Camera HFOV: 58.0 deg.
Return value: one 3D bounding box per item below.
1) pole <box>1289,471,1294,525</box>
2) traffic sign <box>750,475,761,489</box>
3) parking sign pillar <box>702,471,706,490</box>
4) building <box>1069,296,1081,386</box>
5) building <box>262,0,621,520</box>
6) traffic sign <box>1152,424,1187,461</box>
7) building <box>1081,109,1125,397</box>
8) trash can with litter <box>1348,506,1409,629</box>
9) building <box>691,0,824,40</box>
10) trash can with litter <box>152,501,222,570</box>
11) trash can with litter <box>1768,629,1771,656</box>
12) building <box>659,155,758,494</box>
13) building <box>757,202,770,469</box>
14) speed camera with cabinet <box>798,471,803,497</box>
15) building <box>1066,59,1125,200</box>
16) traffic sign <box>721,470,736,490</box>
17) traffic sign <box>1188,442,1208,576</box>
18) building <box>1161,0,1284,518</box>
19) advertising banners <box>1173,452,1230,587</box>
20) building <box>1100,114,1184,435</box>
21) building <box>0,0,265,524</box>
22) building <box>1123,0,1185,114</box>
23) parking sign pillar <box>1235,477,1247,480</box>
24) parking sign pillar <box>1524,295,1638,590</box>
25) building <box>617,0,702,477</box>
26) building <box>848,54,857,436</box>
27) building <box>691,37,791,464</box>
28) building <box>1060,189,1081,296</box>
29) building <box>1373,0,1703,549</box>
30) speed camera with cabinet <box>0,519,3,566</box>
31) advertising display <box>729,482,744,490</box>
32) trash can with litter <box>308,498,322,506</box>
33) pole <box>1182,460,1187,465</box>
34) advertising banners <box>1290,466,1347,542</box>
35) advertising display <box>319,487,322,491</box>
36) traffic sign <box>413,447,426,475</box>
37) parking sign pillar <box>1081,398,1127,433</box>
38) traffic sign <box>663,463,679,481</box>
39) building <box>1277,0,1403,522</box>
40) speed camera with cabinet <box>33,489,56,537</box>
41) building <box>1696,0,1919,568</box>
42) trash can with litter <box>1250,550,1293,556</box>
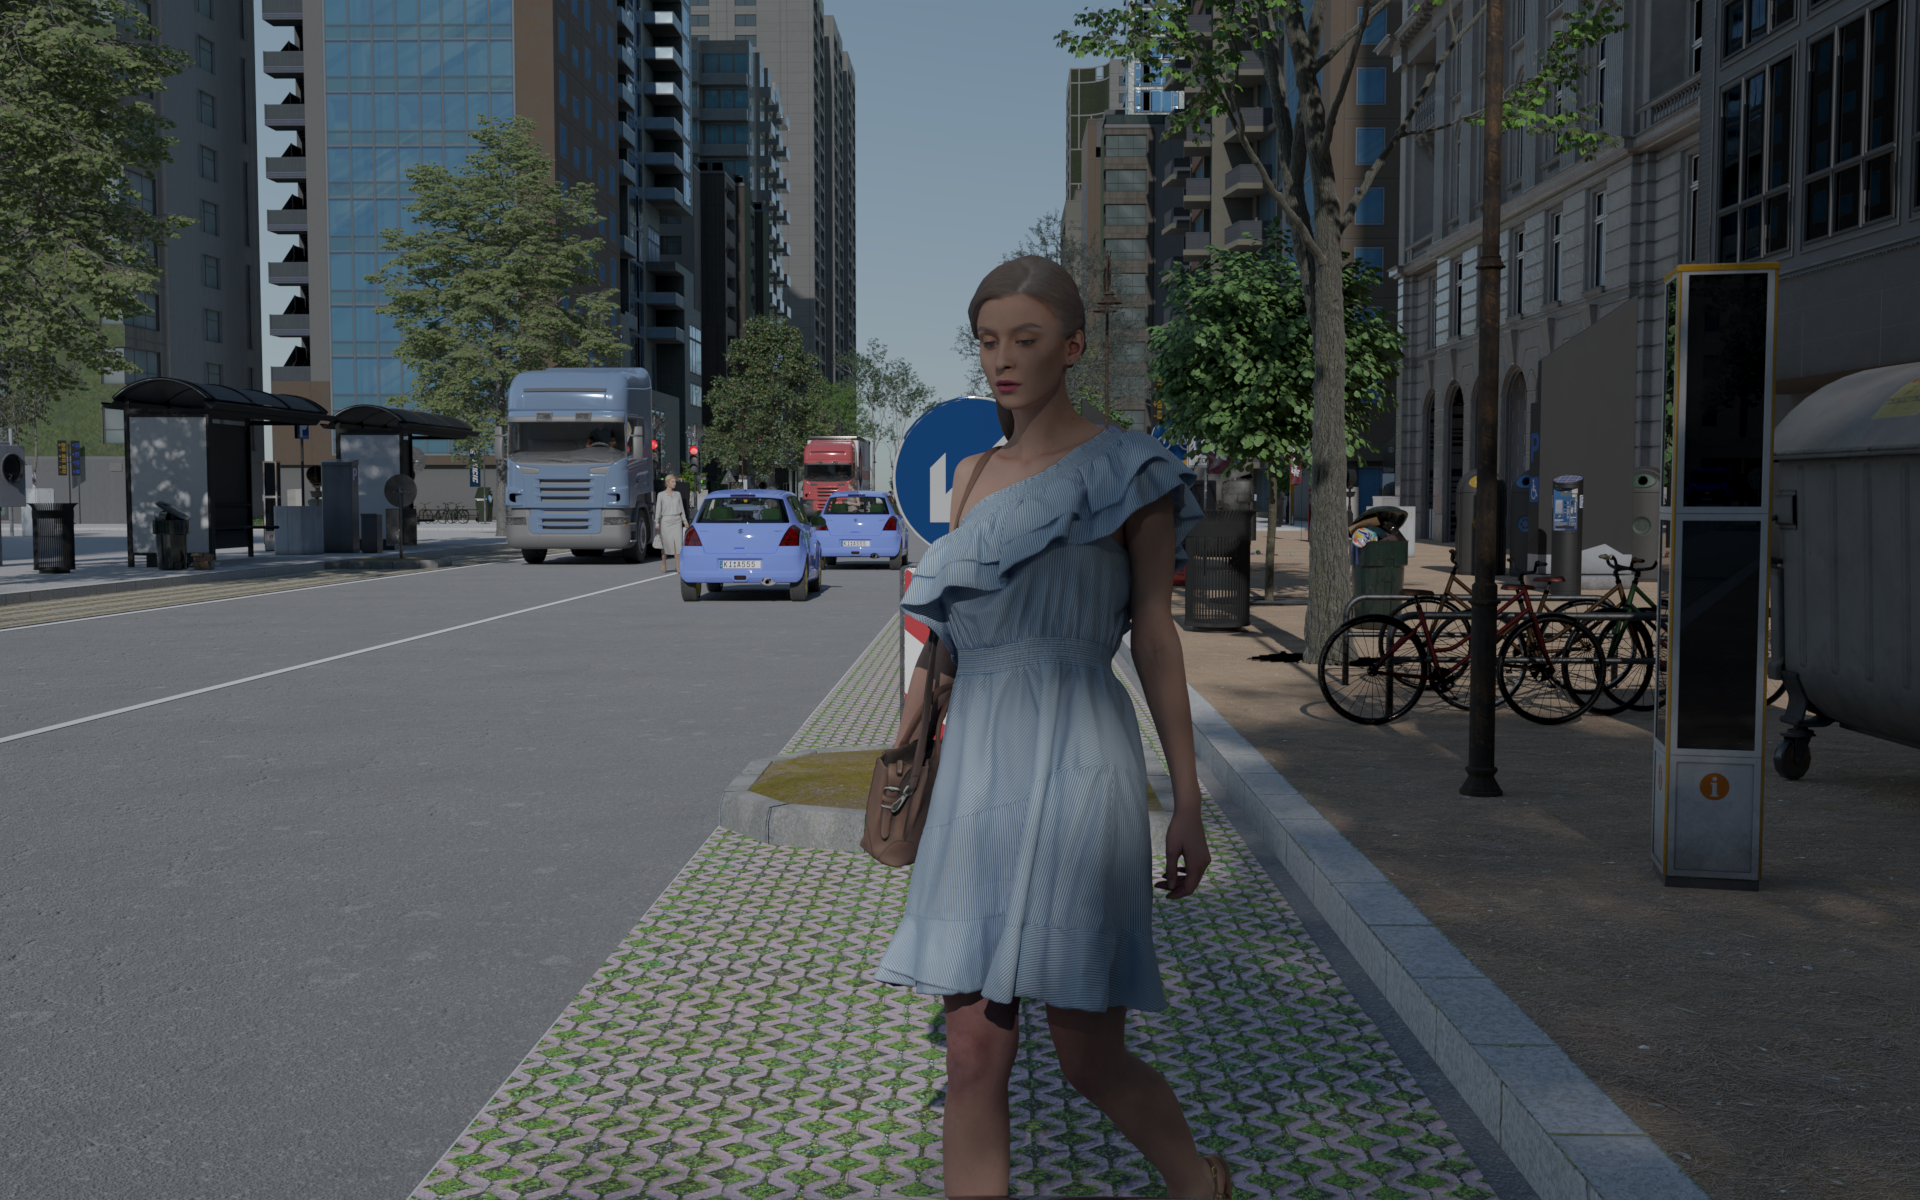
[{"bbox_3d":[13.665,-4.735,71.258,0.158,3.312,0.155,0,3,0],"label":"pole"},{"bbox_3d":[-13.498,-6.991,114.416,0.768,2.556,0.104,1,4,11],"label":"traffic sign"},{"bbox_3d":[-21.399,-9.355,141.430,1.447,3.967,1.447,-3,5,-40],"label":"parking sign pillar"},{"bbox_3d":[22.648,-29.364,251.803,14.160,30.474,14.107,0,4,1],"label":"building"},{"bbox_3d":[-26.133,-26.889,89.745,14.600,45.320,14.200,0,4,1],"label":"building"},{"bbox_3d":[3.465,-1.703,27.949,0.768,2.556,0.104,0,4,7],"label":"traffic sign"},{"bbox_3d":[21.393,-33.785,202.497,14.600,45.320,14.200,0,4,1],"label":"building"},{"bbox_3d":[3.881,-0.324,16.677,0.624,1.170,1.055,-1,4,-10],"label":"trash can with litter"},{"bbox_3d":[-27.453,-49.295,244.227,20.563,71.187,20.611,0,4,1],"label":"building"},{"bbox_3d":[-13.089,-1.098,29.333,1.055,1.170,0.624,0,4,-6],"label":"trash can with litter"},{"bbox_3d":[7.077,-0.174,13.908,1.678,1.210,2.233,-1,4,-14],"label":"trash can with litter"},{"bbox_3d":[-25.942,-23.165,150.451,14.160,30.474,14.107,0,4,1],"label":"building"},{"bbox_3d":[-25.914,-24.027,164.535,14.160,30.474,14.107,0,4,1],"label":"building"},{"bbox_3d":[-12.653,-8.480,132.976,2.038,3.252,0.660,-2,4,-32],"label":"speed camera with cabinet"},{"bbox_3d":[26.066,-52.099,290.062,20.563,71.187,20.611,0,4,1],"label":"building"},{"bbox_3d":[-12.245,-5.612,91.753,0.884,2.594,0.081,0,4,7],"label":"traffic sign"},{"bbox_3d":[3.856,-1.531,27.156,0.606,2.300,0.079,0,4,3],"label":"traffic sign"},{"bbox_3d":[23.777,-27.480,103.919,22.147,44.769,28.867,0,4,1],"label":"building"},{"bbox_3d":[2.993,-1.705,24.063,2.074,3.025,0.090,3,5,41],"label":"advertising banners"},{"bbox_3d":[17.813,-22.220,134.994,14.160,30.474,14.107,0,4,1],"label":"building"},{"bbox_3d":[-42.153,-24.238,79.886,14.086,41.232,14.154,0,4,1],"label":"building"},{"bbox_3d":[25.591,-52.953,178.448,22.319,86.520,31.000,0,4,1],"label":"building"},{"bbox_3d":[13.525,-5.955,85.835,1.447,3.967,1.447,-1,4,-13],"label":"parking sign pillar"},{"bbox_3d":[8.525,-2.157,23.747,1.447,3.967,1.447,0,4,-1],"label":"parking sign pillar"},{"bbox_3d":[-29.875,-49.324,119.115,22.319,86.520,31.000,0,4,1],"label":"building"},{"bbox_3d":[-26.200,-50.552,264.777,20.563,71.187,20.611,0,4,1],"label":"building"},{"bbox_3d":[-30.286,-34.685,186.707,23.786,49.044,30.456,0,4,1],"label":"building"},{"bbox_3d":[26.609,-39.509,269.671,21.300,48.544,21.600,0,4,1],"label":"building"},{"bbox_3d":[18.420,-12.044,38.728,13.314,21.916,24.055,0,4,1],"label":"building"},{"bbox_3d":[-17.140,-2.182,30.006,0.660,3.252,2.038,1,4,10],"label":"speed camera with cabinet"},{"bbox_3d":[-11.749,-5.254,91.112,0.123,1.923,0.974,3,4,36],"label":"advertising display"},{"bbox_3d":[-17.325,-2.185,47.114,0.624,1.170,1.055,-3,4,-38],"label":"trash can with litter"},{"bbox_3d":[7.048,-3.710,54.497,0.158,3.312,0.155,0,3,0],"label":"pole"},{"bbox_3d":[9.452,-3.042,45.926,0.090,3.025,2.074,-3,4,-36],"label":"advertising banners"},{"bbox_3d":[-21.477,-3.299,59.151,0.123,1.923,0.974,2,4,34],"label":"advertising display"},{"bbox_3d":[-14.657,-2.826,46.312,0.768,2.556,0.104,0,4,4],"label":"traffic sign"},{"bbox_3d":[4.063,-3.677,48.590,1.447,3.967,1.447,-1,4,-9],"label":"parking sign pillar"},{"bbox_3d":[-12.010,-4.371,71.464,0.884,2.594,0.081,0,4,3],"label":"traffic sign"},{"bbox_3d":[22.860,-26.267,79.572,14.200,45.320,14.600,0,4,1],"label":"building"},{"bbox_3d":[-27.978,-3.531,52.060,2.038,3.252,0.660,3,4,38],"label":"speed camera with cabinet"},{"bbox_3d":[17.824,-13.520,14.565,14.314,27.812,24.014,0,4,1],"label":"building"},{"bbox_3d":[5.860,-1.552,36.439,2.233,1.210,1.678,1,4,19],"label":"trash can with litter"}]
